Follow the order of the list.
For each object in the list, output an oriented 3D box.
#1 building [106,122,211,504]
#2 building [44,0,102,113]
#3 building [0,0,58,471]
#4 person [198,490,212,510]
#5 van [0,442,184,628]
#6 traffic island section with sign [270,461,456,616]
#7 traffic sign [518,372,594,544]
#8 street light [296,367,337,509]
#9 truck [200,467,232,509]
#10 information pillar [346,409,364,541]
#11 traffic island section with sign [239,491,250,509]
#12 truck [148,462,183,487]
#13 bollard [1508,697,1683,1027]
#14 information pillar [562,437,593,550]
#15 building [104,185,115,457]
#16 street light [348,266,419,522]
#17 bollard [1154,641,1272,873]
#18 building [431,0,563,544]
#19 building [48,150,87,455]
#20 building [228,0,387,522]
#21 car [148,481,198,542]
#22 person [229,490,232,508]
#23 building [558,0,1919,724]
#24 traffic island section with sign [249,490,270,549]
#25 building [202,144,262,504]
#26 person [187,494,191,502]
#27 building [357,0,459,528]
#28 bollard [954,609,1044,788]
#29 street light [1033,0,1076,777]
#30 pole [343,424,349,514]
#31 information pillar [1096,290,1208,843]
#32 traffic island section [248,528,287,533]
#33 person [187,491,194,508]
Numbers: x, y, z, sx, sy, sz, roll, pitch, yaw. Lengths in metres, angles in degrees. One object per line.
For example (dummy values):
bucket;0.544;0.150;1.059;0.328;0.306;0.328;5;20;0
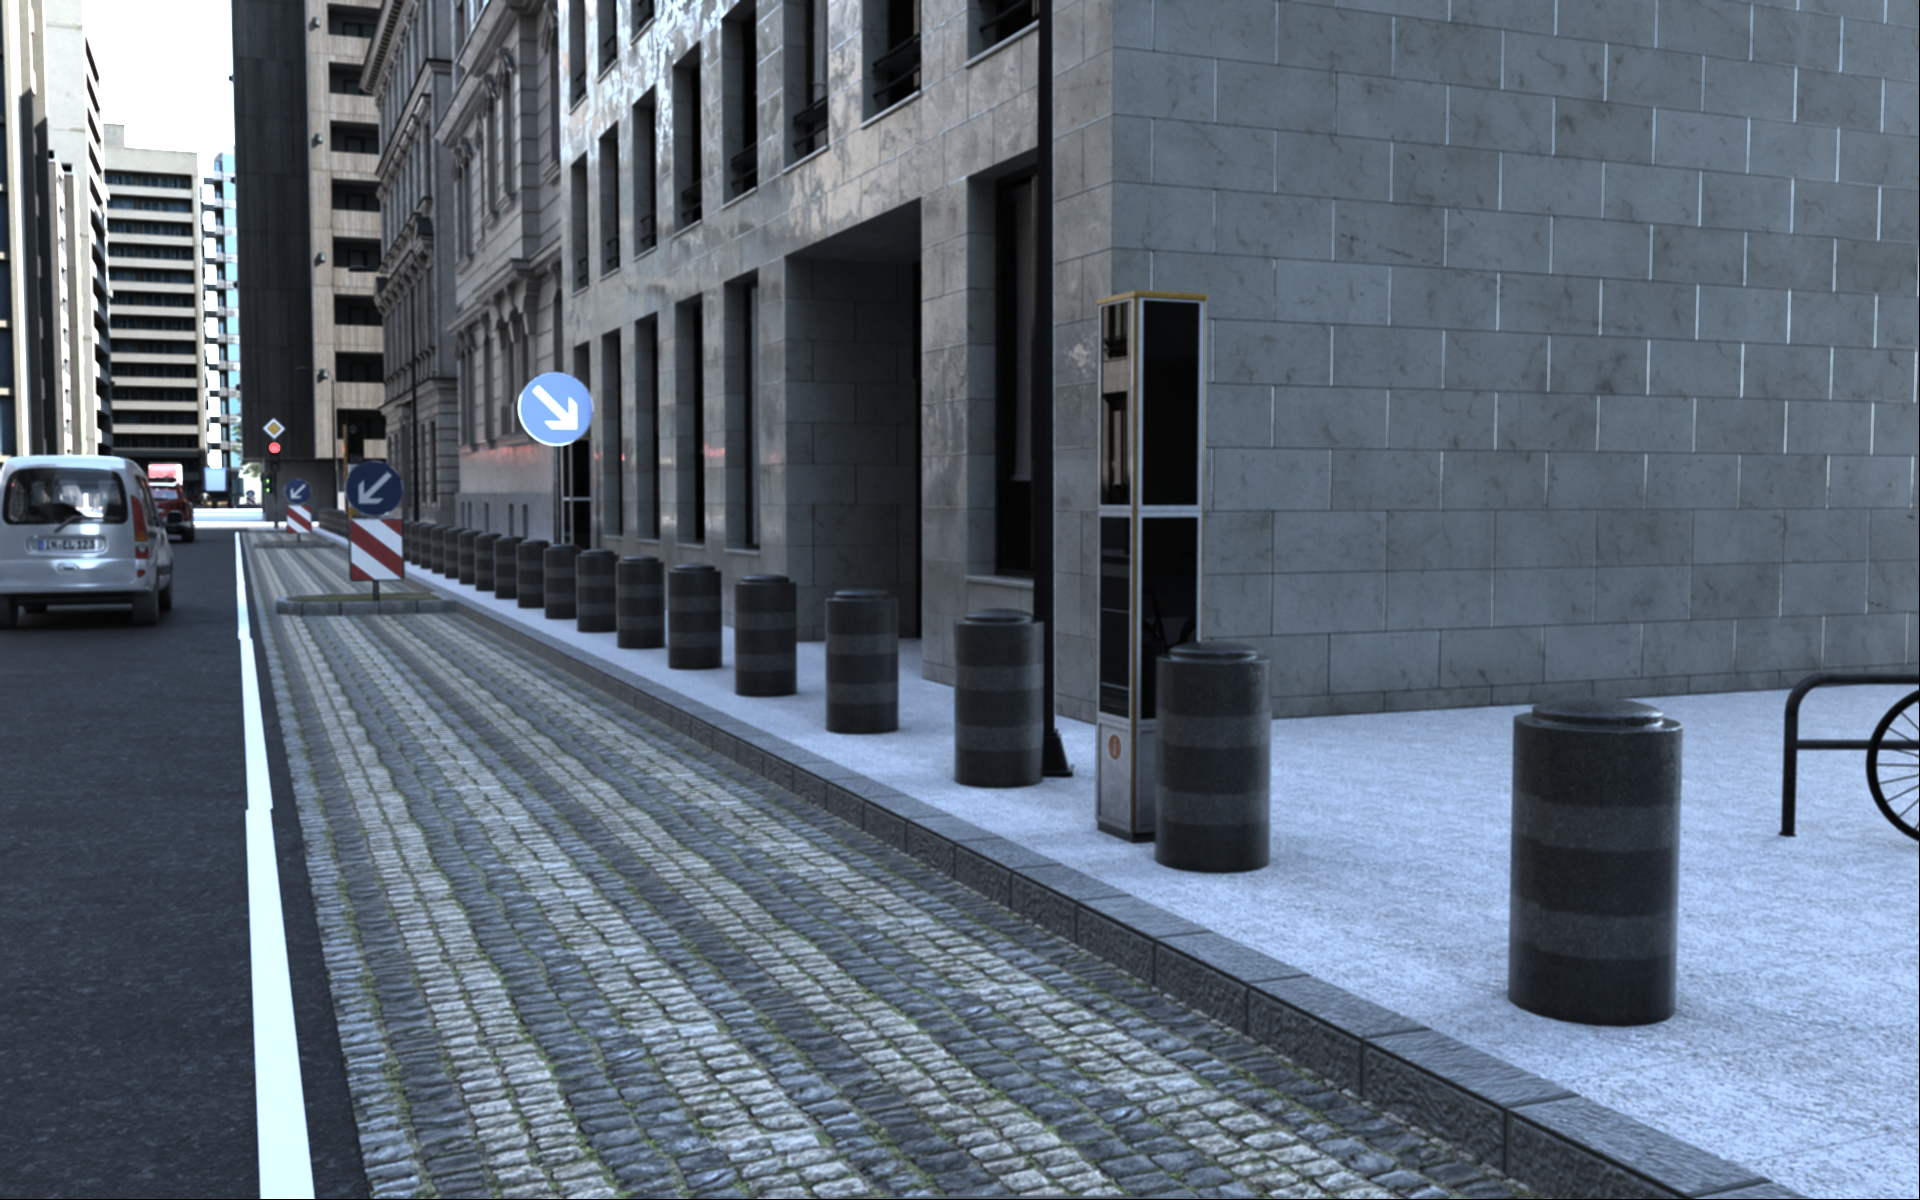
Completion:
building;-111.135;-36.987;228.431;21.600;48.544;21.300;-1;4;-23
building;-90.493;-32.684;158.081;21.300;48.544;21.600;-1;4;-23
building;-57.098;-25.861;77.455;28.867;44.769;22.147;-1;4;-23
person;-66.720;-8.836;152.972;0.705;1.824;1.348;3;5;42
van;-10.099;-0.795;20.010;2.013;2.044;4.112;-1;4;-21
traffic island section with sign;-7.345;-0.773;21.267;1.989;1.847;2.006;-1;4;-23
traffic sign;-4.217;-1.102;18.126;0.768;2.556;0.104;-1;4;-17
street light;-23.651;-5.585;63.852;1.470;5.913;1.316;-1;4;-23
truck;-72.934;-11.000;169.600;2.967;4.110;18.799;-1;4;-23
information pillar;-16.670;-3.451;47.774;0.183;3.616;0.504;3;4;37
traffic island section with sign;-79.538;-11.308;193.506;1.989;1.847;2.006;-1;4;-23
truck;-71.549;-10.219;155.988;2.839;4.237;11.283;-1;4;-22
bollard;1.589;0.634;4.347;0.404;0.777;0.398;0;3;0
information pillar;-4.963;-1.101;22.494;0.304;2.012;0.304;-2;4;-32
building;-103.927;-30.138;184.629;23.993;40.220;32.217;-1;4;-23
street light;-11.781;-3.858;35.613;1.470;5.913;1.316;-1;4;-23
bollard;0.881;0.531;6.033;0.404;0.777;0.398;0;3;0
building;-3.496;-15.311;37.727;14.401;28.519;23.554;-1;4;-23
building;-80.643;-22.689;142.670;14.160;30.474;14.107;-1;4;-23
building;-27.293;-19.042;83.044;14.107;30.474;14.160;-1;4;-23
car;-24.311;-2.675;52.405;2.281;1.827;5.304;-1;4;-23
person;-77.602;-10.747;184.192;0.705;1.826;1.348;-2;4;-31
building;2.366;-10.019;18.563;10.420;20.320;16.860;-1;4;-23
traffic island section with sign;-17.798;-2.300;46.234;1.989;1.847;2.006;-1;4;-23
building;-87.277;-37.872;238.813;30.456;49.044;23.786;-1;4;-23
person;-94.631;-12.460;212.779;0.990;1.755;0.434;0;4;-6
building;-13.531;-11.774;57.134;10.561;19.102;19.286;-1;4;-23
bollard;0.173;0.428;7.727;0.404;0.777;0.398;0;3;0
street light;-0.116;-2.145;7.611;1.470;5.913;1.316;-1;4;-23
pole;-17.987;-3.486;50.837;0.158;3.312;0.155;0;3;0
information pillar;0.710;-0.122;6.482;0.304;2.012;0.304;-1;4;-23
traffic island section;-25.242;-2.553;64.018;2.009;0.180;2.903;-1;4;-23
person;-80.992;-10.599;182.347;0.990;1.755;0.434;-2;4;-34
